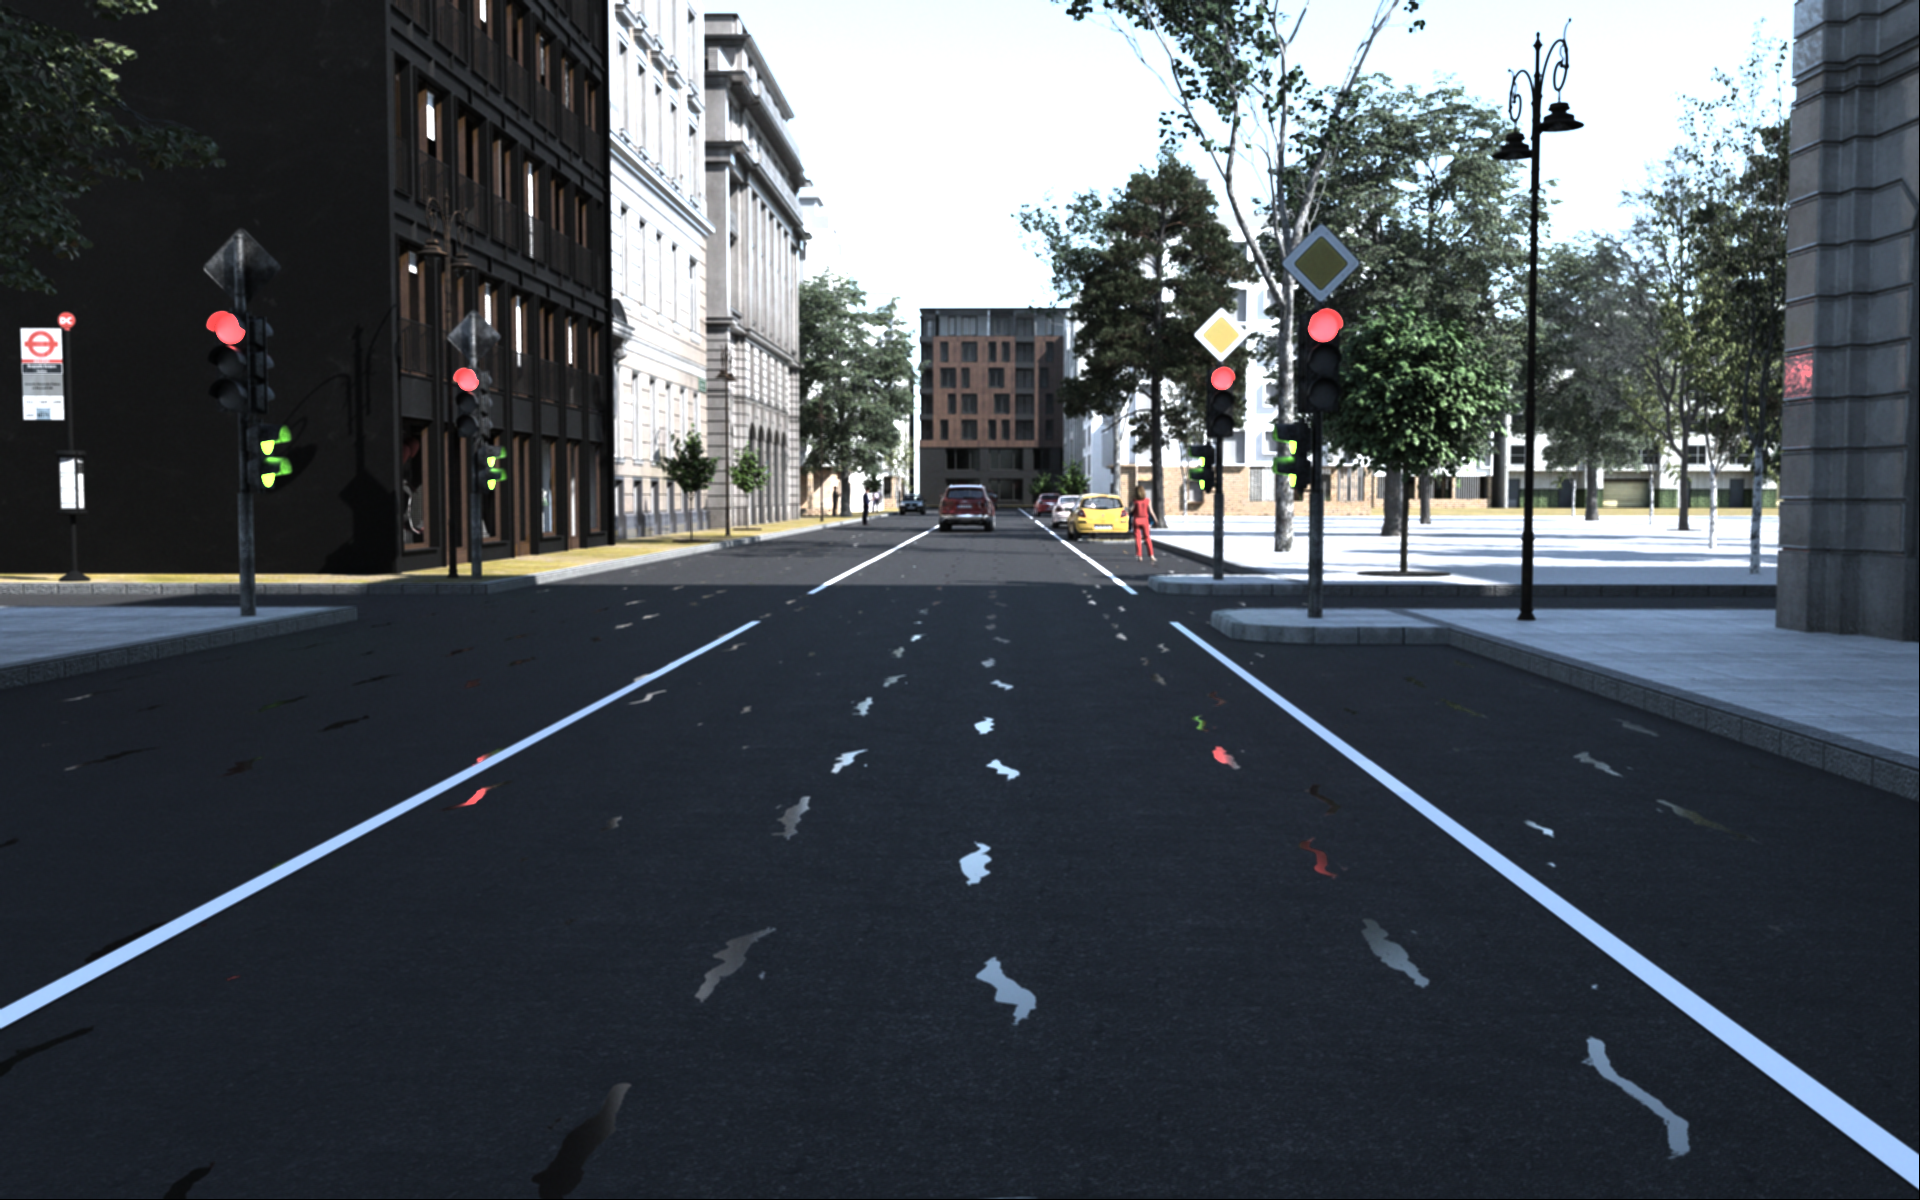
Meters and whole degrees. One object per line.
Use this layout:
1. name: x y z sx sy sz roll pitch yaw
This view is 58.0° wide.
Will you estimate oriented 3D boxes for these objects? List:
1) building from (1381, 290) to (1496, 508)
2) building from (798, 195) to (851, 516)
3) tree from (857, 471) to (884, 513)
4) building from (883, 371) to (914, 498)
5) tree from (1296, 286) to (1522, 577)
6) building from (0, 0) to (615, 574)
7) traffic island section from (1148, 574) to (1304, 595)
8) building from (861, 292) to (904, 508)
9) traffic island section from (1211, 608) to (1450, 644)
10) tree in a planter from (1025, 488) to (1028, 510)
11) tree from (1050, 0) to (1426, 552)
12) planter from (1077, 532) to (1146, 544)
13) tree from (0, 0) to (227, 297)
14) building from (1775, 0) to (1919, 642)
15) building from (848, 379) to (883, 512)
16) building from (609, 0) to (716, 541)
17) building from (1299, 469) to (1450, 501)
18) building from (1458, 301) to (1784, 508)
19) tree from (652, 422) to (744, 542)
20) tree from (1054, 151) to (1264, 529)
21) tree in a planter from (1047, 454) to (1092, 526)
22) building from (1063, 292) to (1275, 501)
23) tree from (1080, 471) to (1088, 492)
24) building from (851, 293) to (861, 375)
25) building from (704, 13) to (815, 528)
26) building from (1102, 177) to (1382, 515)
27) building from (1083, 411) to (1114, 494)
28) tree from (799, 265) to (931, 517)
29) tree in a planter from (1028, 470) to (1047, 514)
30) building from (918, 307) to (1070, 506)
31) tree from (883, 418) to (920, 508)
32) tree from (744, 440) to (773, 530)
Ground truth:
1. building: 43.931 -19.025 167.483 11.380 20.091 16.016 0 4 1
2. building: -15.491 -15.379 107.868 16.016 20.091 11.380 0 4 1
3. tree: -5.804 -7.422 115.958 1.663 3.219 1.824 0 3 0
4. building: -21.273 -20.063 194.480 31.486 18.905 16.747 0 4 1
5. tree: 7.104 -2.670 27.369 4.285 4.588 4.351 0 3 0
6. building: -14.992 -12.562 35.062 12.332 23.373 15.834 0 4 1
7. traffic island section: 3.896 -0.227 25.991 2.009 0.180 2.903 0 4 1
8. building: -11.351 -19.104 168.767 11.380 20.091 16.016 0 4 1
9. traffic island section: 3.715 0.261 18.008 2.009 0.180 2.903 0 4 1
10. tree in a planter: 6.827 -9.627 154.626 1.991 3.239 1.994 0 4 1
11. tree: 5.841 -11.165 38.433 12.611 20.169 13.585 0 3 0
12. planter: 4.469 -1.836 51.155 1.991 0.319 1.994 0 4 1
13. tree: -8.723 -5.729 11.789 7.486 12.596 7.792 0 3 0
14. building: 13.450 -9.942 4.356 13.314 21.916 24.055 0 4 1
15. building: -10.574 -12.068 139.464 9.099 9.664 28.070 0 4 1
16. building: -15.556 -16.328 52.861 13.634 28.700 20.117 0 4 1
17. building: 43.906 -19.980 193.129 31.486 18.905 16.747 0 4 1
18. building: 66.053 -18.369 166.797 31.486 18.905 16.747 0 4 1
19. tree: -7.137 -3.181 46.611 1.663 3.219 1.824 0 3 0
20. tree: 7.067 -9.560 63.722 7.806 13.903 7.818 0 3 0
21. tree in a planter: 5.080 -4.941 78.003 1.991 3.239 1.994 0 4 1
22. building: 18.544 -17.967 160.223 16.747 18.905 31.486 0 4 1
23. tree: 8.528 -8.027 125.849 1.663 3.219 1.824 0 3 0
24. building: -15.516 -16.094 119.564 16.016 20.091 11.380 0 4 1
25. building: -14.241 -14.315 75.848 13.314 21.916 24.055 0 4 1
26. building: 17.114 -15.454 109.091 16.016 20.091 11.380 0 4 1
27. building: 14.339 -11.514 130.401 9.099 9.664 28.070 0 4 1
28. tree: -6.349 -11.571 95.846 9.857 13.997 8.962 0 3 0
29. tree in a planter: 6.221 -7.980 127.690 1.991 3.239 1.994 0 4 1
30. building: 11.994 -21.785 200.156 32.646 21.610 27.936 0 4 1
31. tree: -5.726 -12.723 158.387 4.737 8.622 4.395 0 3 0
32. tree: -7.495 -4.123 62.017 1.663 3.219 1.824 0 3 0
